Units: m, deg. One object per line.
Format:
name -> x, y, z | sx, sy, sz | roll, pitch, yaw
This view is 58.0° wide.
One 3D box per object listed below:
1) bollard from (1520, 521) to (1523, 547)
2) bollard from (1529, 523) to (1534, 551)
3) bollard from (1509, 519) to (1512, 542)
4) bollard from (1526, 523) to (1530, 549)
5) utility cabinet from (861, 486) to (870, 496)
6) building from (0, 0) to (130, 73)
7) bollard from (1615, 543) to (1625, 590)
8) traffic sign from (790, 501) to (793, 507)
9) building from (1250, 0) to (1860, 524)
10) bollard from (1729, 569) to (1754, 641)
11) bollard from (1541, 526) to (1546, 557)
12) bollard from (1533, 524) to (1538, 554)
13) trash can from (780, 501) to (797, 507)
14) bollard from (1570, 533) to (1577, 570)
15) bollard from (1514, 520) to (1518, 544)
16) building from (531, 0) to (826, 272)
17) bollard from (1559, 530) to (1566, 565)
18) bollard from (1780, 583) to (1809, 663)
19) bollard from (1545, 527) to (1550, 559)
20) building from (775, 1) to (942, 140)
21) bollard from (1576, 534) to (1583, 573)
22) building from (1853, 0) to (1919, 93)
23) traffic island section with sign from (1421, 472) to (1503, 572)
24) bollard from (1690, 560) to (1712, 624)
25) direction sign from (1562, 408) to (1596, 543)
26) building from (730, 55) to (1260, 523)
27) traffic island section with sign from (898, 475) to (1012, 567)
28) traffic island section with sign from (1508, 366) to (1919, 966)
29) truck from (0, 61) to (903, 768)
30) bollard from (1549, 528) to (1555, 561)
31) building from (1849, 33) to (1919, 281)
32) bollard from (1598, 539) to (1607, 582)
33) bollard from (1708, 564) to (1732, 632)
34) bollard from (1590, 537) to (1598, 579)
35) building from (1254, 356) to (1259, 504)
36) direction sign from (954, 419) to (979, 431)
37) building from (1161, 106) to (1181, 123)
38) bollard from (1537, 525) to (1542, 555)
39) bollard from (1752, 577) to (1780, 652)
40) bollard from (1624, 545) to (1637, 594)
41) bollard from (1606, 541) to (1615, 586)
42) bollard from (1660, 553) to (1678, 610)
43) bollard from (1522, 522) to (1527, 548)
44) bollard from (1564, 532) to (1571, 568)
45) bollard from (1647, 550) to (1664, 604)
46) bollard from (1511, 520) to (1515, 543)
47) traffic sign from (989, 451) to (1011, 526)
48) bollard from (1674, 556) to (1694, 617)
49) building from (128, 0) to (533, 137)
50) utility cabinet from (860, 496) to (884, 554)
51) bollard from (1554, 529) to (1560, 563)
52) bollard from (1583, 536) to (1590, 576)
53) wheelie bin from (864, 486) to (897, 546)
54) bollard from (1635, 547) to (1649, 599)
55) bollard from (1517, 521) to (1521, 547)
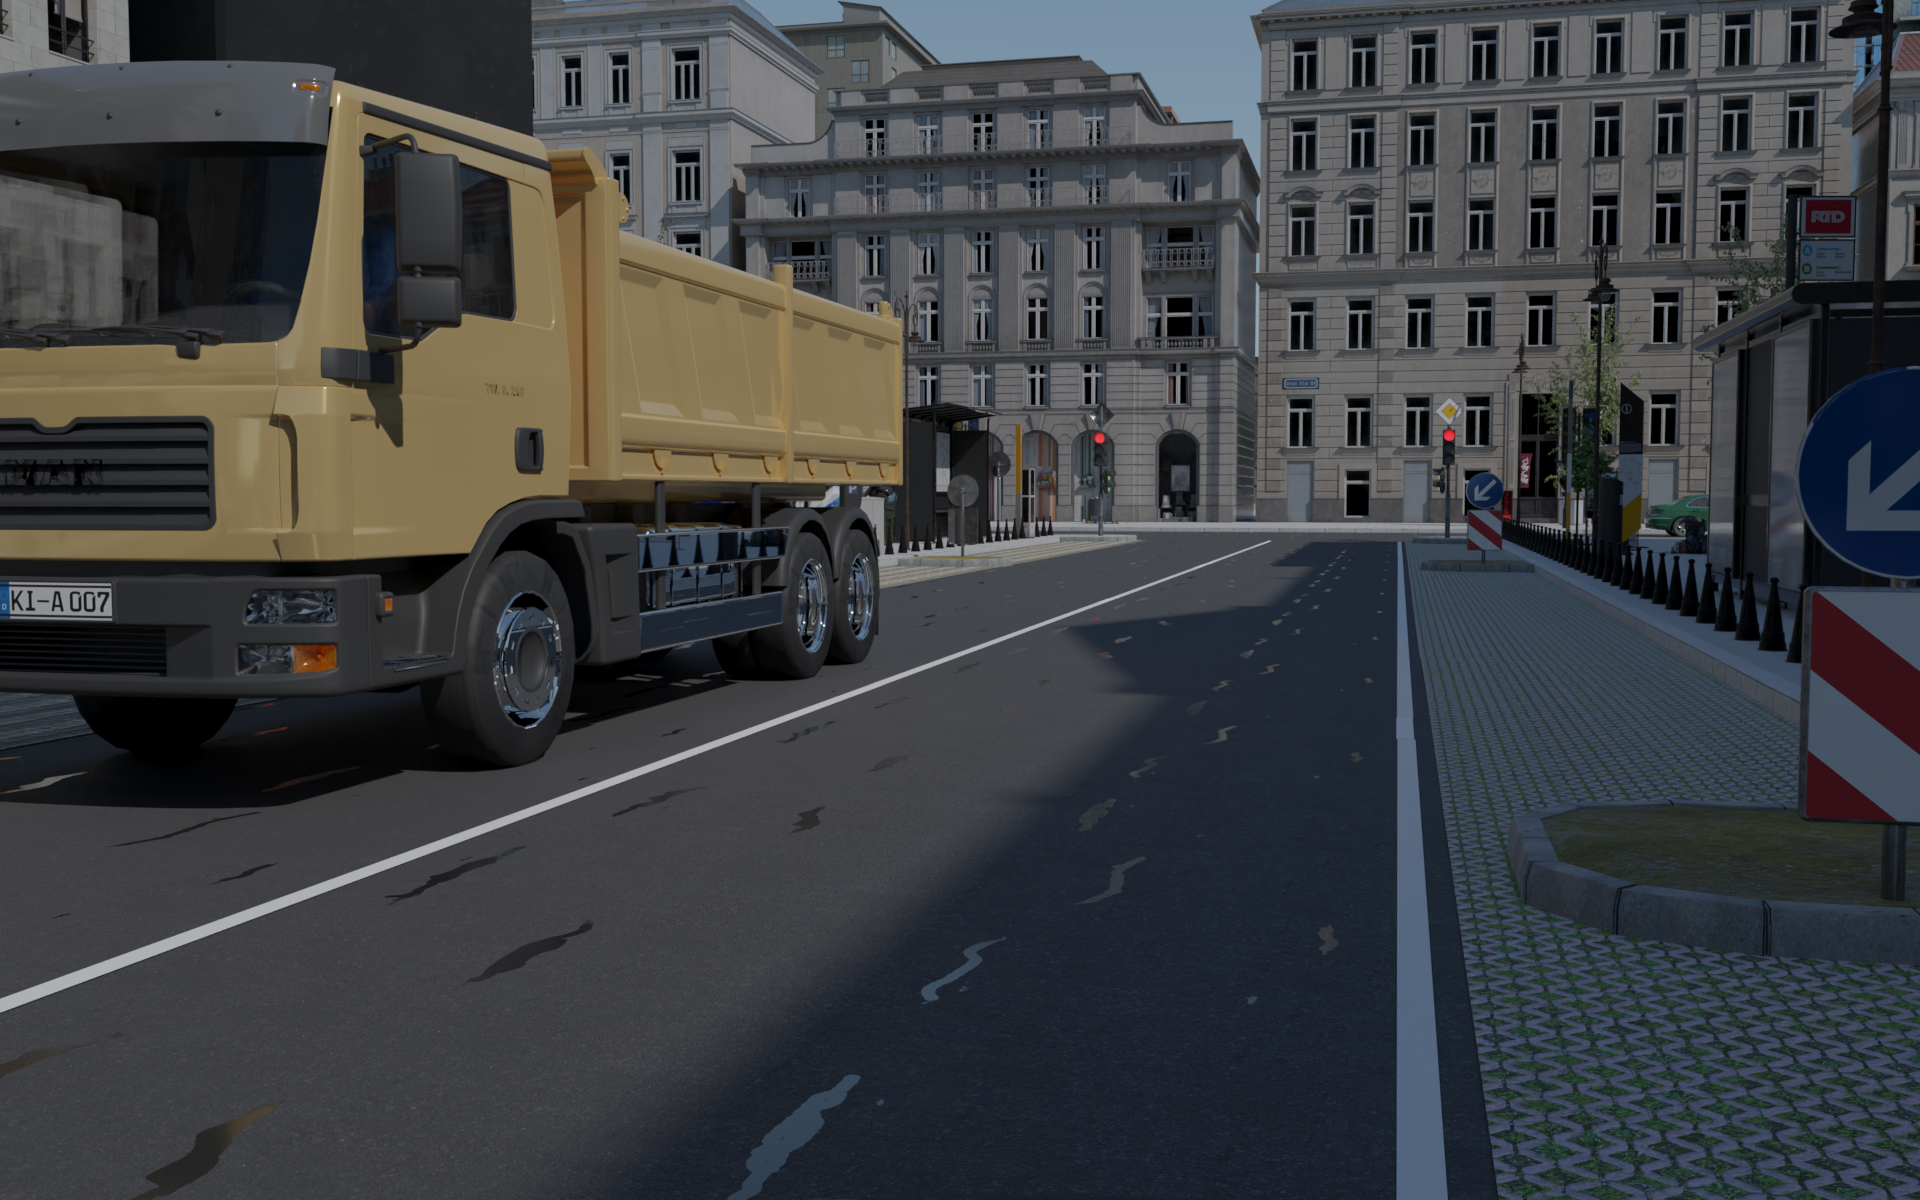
bollard -> 13.494, -1.537, 41.171 | 0.229, 0.601, 0.229 | 0, 3, 0
bollard -> 12.738, -1.354, 38.179 | 0.229, 0.601, 0.229 | 0, 3, 0
bollard -> 14.505, -1.781, 45.156 | 0.229, 0.601, 0.229 | 0, 3, 0
bollard -> 12.989, -1.415, 39.180 | 0.229, 0.601, 0.229 | 0, 3, 0
utility cabinet -> -2.921, -2.507, 49.672 | 1.173, 1.500, 0.318 | 0, 4, -3
building -> -22.460, -10.423, 25.166 | 10.420, 20.320, 16.860 | 1, 4, 14
bollard -> 8.952, -0.438, 23.207 | 0.229, 0.601, 0.229 | 0, 3, 0
traffic sign -> -3.464, -2.048, 35.610 | 0.606, 2.300, 0.079 | 1, 4, 17
building -> 26.476, -17.290, 79.958 | 25.104, 27.353, 12.463 | 1, 4, 14
bollard -> 6.921, 0.052, 15.195 | 0.229, 0.601, 0.229 | 0, 3, 0
bollard -> 11.977, -1.170, 35.176 | 0.229, 0.601, 0.229 | 0, 3, 0
bollard -> 12.485, -1.293, 37.183 | 0.229, 0.601, 0.229 | 0, 3, 0
trash can -> -4.394, -1.928, 43.184 | 0.748, 1.137, 0.748 | 0, 3, 0
bollard -> 10.460, -0.804, 29.182 | 0.229, 0.601, 0.229 | 0, 3, 0
bollard -> 13.998, -1.659, 43.161 | 0.229, 0.601, 0.229 | 0, 3, 0
building -> -18.793, -18.696, 91.583 | 20.117, 28.700, 13.634 | 1, 4, 14
bollard -> 10.966, -0.926, 31.182 | 0.229, 0.601, 0.229 | 0, 3, 0
bollard -> 6.419, 0.174, 13.189 | 0.229, 0.601, 0.229 | 0, 3, 0
bollard -> 11.721, -1.109, 34.174 | 0.229, 0.601, 0.229 | 0, 3, 0
building -> -17.270, -37.139, 196.454 | 27.495, 52.752, 28.713 | 1, 4, 14
bollard -> 10.207, -0.743, 28.187 | 0.229, 0.601, 0.229 | 0, 3, 0
building -> 113.896, -55.846, 225.754 | 31.000, 86.520, 22.319 | 1, 4, 14
traffic island section with sign -> 9.706, -1.463, 32.541 | 1.989, 1.847, 2.006 | 1, 4, 14
bollard -> 7.431, -0.071, 17.206 | 0.229, 0.601, 0.229 | 0, 3, 0
direction sign -> 16.305, -3.284, 45.687 | 0.876, 3.537, 0.379 | 0, 3, 0
building -> 2.444, -14.895, 85.339 | 24.055, 21.916, 13.314 | 1, 4, 14
traffic island section with sign -> -0.022, -1.595, 34.706 | 1.989, 1.847, 2.006 | 1, 4, 14
traffic island section with sign -> 3.033, 0.151, 6.163 | 1.989, 1.847, 2.006 | 1, 4, 14
truck -> -2.928, -0.948, 11.418 | 3.469, 3.379, 9.791 | 1, 4, 14
bollard -> 11.471, -1.048, 33.178 | 0.229, 0.601, 0.229 | 0, 3, 0
building -> 48.834, -14.526, 73.657 | 21.152, 22.565, 11.583 | 1, 4, 14
bollard -> 9.454, -0.560, 25.198 | 0.229, 0.601, 0.229 | 0, 3, 0
bollard -> 7.178, -0.010, 16.206 | 0.229, 0.601, 0.229 | 0, 3, 0
bollard -> 9.702, -0.621, 26.194 | 0.229, 0.601, 0.229 | 0, 3, 0
building -> 35.732, -24.783, 250.247 | 28.899, 21.520, 27.650 | 1, 4, 14
direction sign -> 0.164, -3.673, 52.047 | 0.876, 3.537, 0.379 | 2, 4, 25
building -> 11.492, -32.919, 192.852 | 28.867, 44.769, 22.147 | 1, 4, 14
bollard -> 12.233, -1.232, 36.178 | 0.229, 0.601, 0.229 | 0, 3, 0
bollard -> 6.671, 0.113, 14.200 | 0.229, 0.601, 0.229 | 0, 3, 0
bollard -> 8.697, -0.377, 22.212 | 0.229, 0.601, 0.229 | 0, 3, 0
bollard -> 9.204, -0.499, 24.202 | 0.229, 0.601, 0.229 | 0, 3, 0
bollard -> 7.942, -0.194, 19.212 | 0.229, 0.601, 0.229 | 0, 3, 0
bollard -> 13.240, -1.476, 40.176 | 0.229, 0.601, 0.229 | 0, 3, 0
bollard -> 10.715, -0.865, 30.184 | 0.229, 0.601, 0.229 | 0, 3, 0
bollard -> 8.190, -0.255, 20.208 | 0.229, 0.601, 0.229 | 0, 3, 0
bollard -> 14.249, -1.720, 44.157 | 0.229, 0.601, 0.229 | 0, 3, 0
traffic sign -> 1.145, -3.159, 51.758 | 0.768, 2.556, 0.104 | 1, 4, 21
bollard -> 7.683, -0.132, 18.201 | 0.229, 0.601, 0.229 | 0, 3, 0
building -> -20.317, -12.935, 41.169 | 15.834, 23.373, 12.332 | 1, 4, 14
utility cabinet -> -2.018, -1.560, 36.666 | 0.306, 1.237, 1.020 | 2, 4, 35
bollard -> 11.221, -0.987, 32.182 | 0.229, 0.601, 0.229 | 0, 3, 0
bollard -> 9.957, -0.682, 27.191 | 0.229, 0.601, 0.229 | 0, 3, 0
wheelie bin -> -1.977, -2.147, 43.005 | 0.693, 1.594, 0.980 | 2, 4, 32
bollard -> 8.443, -0.316, 21.203 | 0.229, 0.601, 0.229 | 0, 3, 0
bollard -> 13.744, -1.598, 42.167 | 0.229, 0.601, 0.229 | 0, 3, 0
